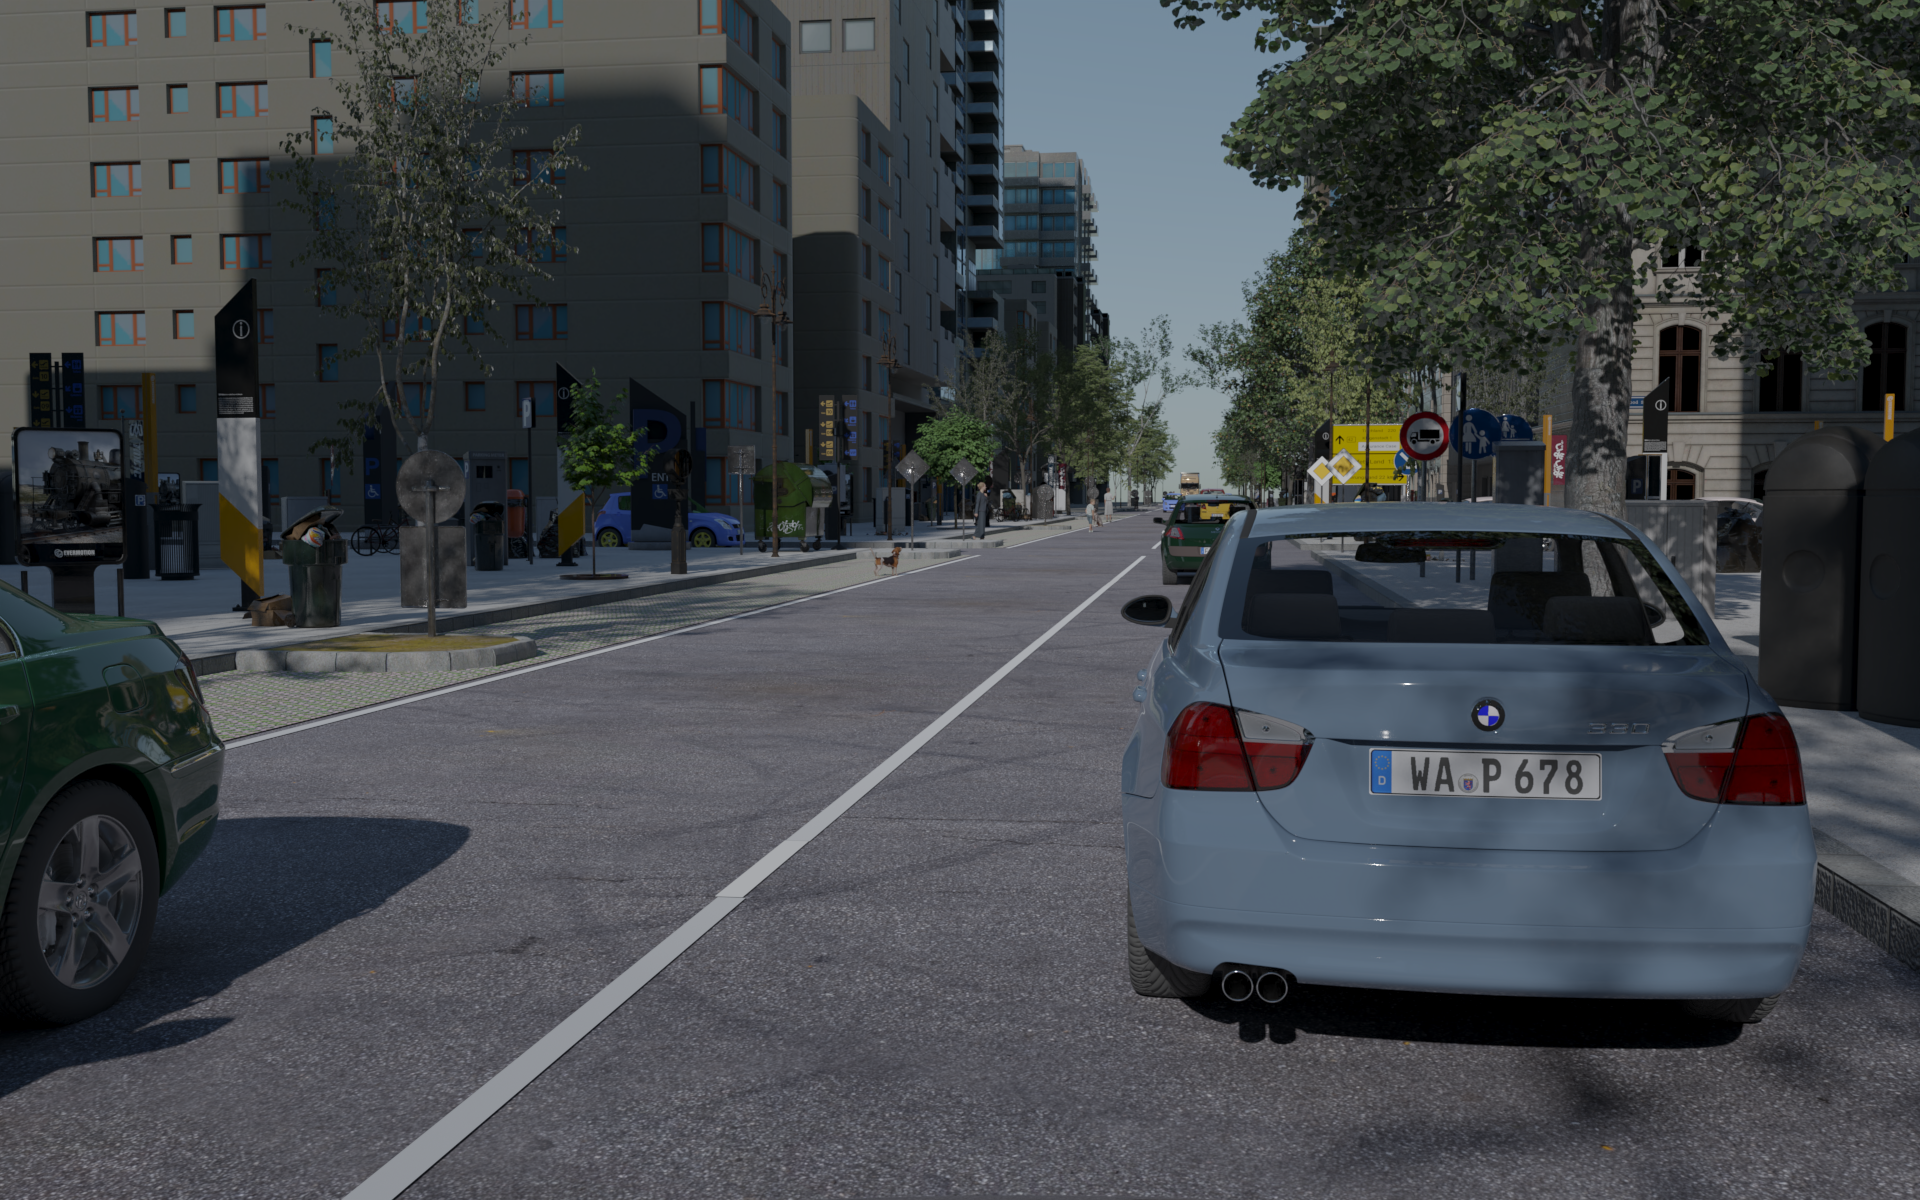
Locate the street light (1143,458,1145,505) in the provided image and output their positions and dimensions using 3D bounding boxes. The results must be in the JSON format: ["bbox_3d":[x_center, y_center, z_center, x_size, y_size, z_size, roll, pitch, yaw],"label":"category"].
[{"bbox_3d":[21.847,-14.257,205.890,0.468,5.910,1.993,1,4,8],"label":"street light"}]

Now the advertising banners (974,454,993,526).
[{"bbox_3d":[1.004,-4.559,70.727,0.090,3.025,2.074,2,4,24],"label":"advertising banners"}]

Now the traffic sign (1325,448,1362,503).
[{"bbox_3d":[8.357,-2.089,37.797,0.795,2.450,0.064,1,4,8],"label":"traffic sign"}]

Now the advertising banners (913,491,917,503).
[{"bbox_3d":[-2.459,-5.800,91.025,2.074,3.025,0.090,1,4,18],"label":"advertising banners"}]

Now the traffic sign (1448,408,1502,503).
[{"bbox_3d":[7.654,-1.571,25.791,0.768,2.556,0.104,1,4,13],"label":"traffic sign"}]

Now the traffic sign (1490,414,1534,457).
[{"bbox_3d":[8.727,-1.684,27.636,0.768,2.556,0.104,1,4,12],"label":"traffic sign"}]

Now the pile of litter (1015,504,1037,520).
[{"bbox_3d":[3.083,-4.455,86.804,1.719,0.858,1.176,-1,4,-13],"label":"pile of litter"}]

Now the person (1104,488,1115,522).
[{"bbox_3d":[7.591,-4.819,87.853,0.480,1.755,0.524,1,4,22],"label":"person"}]

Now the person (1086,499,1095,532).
[{"bbox_3d":[4.895,-3.167,64.963,0.352,1.250,0.332,0,4,-5],"label":"person"}]

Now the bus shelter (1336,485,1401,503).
[{"bbox_3d":[12.592,-3.646,53.531,2.014,3.302,5.546,1,4,8],"label":"bus shelter"}]

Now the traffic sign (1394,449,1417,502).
[{"bbox_3d":[12.052,-2.843,46.591,0.768,2.556,0.104,1,4,11],"label":"traffic sign"}]

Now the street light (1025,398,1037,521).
[{"bbox_3d":[3.427,-6.761,83.333,0.468,5.910,1.993,1,4,8],"label":"street light"}]

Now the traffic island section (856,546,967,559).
[{"bbox_3d":[-1.104,-1.040,39.290,2.009,0.180,2.903,1,4,8],"label":"traffic island section"}]

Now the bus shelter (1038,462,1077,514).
[{"bbox_3d":[6.362,-7.270,112.787,2.014,3.302,5.546,1,4,9],"label":"bus shelter"}]

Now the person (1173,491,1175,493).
[{"bbox_3d":[22.376,-10.513,181.096,1.217,1.735,0.721,0,4,-8],"label":"person"}]

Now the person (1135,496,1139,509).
[{"bbox_3d":[15.204,-8.390,148.915,0.421,1.427,0.697,0,4,1],"label":"person"}]

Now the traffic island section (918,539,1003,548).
[{"bbox_3d":[0.078,-1.523,47.187,2.009,0.180,2.903,1,4,8],"label":"traffic island section"}]

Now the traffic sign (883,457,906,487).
[{"bbox_3d":[-2.250,-3.672,60.045,0.884,2.594,0.081,1,4,15],"label":"traffic sign"}]

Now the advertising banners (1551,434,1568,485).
[{"bbox_3d":[18.209,-3.325,50.544,2.074,3.025,0.090,3,4,38],"label":"advertising banners"}]

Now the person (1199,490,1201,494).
[{"bbox_3d":[24.814,-10.407,178.738,1.350,1.814,0.705,-1,4,-12],"label":"person"}]

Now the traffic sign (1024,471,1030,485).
[{"bbox_3d":[3.594,-5.911,96.753,0.768,2.556,0.104,1,4,12],"label":"traffic sign"}]

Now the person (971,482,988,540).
[{"bbox_3d":[0.584,-2.566,50.878,0.534,1.772,0.576,0,4,-7],"label":"person"}]

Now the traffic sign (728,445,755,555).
[{"bbox_3d":[-4.597,-2.095,36.380,0.606,2.300,0.079,1,4,16],"label":"traffic sign"}]

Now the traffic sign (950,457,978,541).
[{"bbox_3d":[0.102,-2.659,47.122,0.795,2.450,0.064,1,4,8],"label":"traffic sign"}]

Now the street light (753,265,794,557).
[{"bbox_3d":[-3.760,-3.810,35.079,0.468,5.910,1.993,1,4,8],"label":"street light"}]

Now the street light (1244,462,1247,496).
[{"bbox_3d":[32.335,-13.609,195.287,0.468,5.910,1.993,1,4,8],"label":"street light"}]

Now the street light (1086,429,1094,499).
[{"bbox_3d":[9.458,-9.206,123.307,0.468,5.910,1.993,1,4,8],"label":"street light"}]

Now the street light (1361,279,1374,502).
[{"bbox_3d":[8.795,-3.947,37.328,0.468,5.910,1.993,1,4,8],"label":"street light"}]

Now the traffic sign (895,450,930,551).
[{"bbox_3d":[-1.079,-2.176,39.224,0.795,2.450,0.064,1,4,8],"label":"traffic sign"}]

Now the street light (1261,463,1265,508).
[{"bbox_3d":[21.918,-9.358,125.794,0.468,5.910,1.993,1,4,8],"label":"street light"}]

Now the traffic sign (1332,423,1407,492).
[{"bbox_3d":[11.852,-3.439,50.098,2.265,3.308,0.079,1,4,18],"label":"traffic sign"}]

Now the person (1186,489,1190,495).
[{"bbox_3d":[14.609,-6.266,111.291,0.374,1.781,0.599,0,4,-6],"label":"person"}]

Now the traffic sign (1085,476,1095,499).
[{"bbox_3d":[9.109,-7.425,121.504,0.768,2.556,0.104,1,4,13],"label":"traffic sign"}]

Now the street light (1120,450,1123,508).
[{"bbox_3d":[14.742,-11.369,158.668,0.468,5.910,1.993,1,4,8],"label":"street light"}]

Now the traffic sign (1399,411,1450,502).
[{"bbox_3d":[7.146,-1.625,26.681,0.768,2.556,0.104,1,4,11],"label":"traffic sign"}]

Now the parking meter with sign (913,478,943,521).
[{"bbox_3d":[-1.530,-5.387,84.335,1.738,3.016,0.543,2,4,34],"label":"parking meter with sign"}]

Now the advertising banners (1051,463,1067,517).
[{"bbox_3d":[5.066,-6.234,98.112,2.074,3.025,0.090,-1,4,-9],"label":"advertising banners"}]

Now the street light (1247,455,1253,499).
[{"bbox_3d":[27.078,-11.473,160.373,0.468,5.910,1.993,1,4,8],"label":"street light"}]

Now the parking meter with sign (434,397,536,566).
[{"bbox_3d":[-8.512,-2.125,31.008,1.738,3.016,0.543,-2,4,-30],"label":"parking meter with sign"}]

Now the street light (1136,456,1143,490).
[{"bbox_3d":[19.808,-13.485,193.261,0.468,5.910,1.993,1,4,8],"label":"street light"}]

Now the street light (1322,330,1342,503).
[{"bbox_3d":[10.489,-4.659,48.968,0.468,5.910,1.993,1,4,8],"label":"street light"}]

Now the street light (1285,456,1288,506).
[{"bbox_3d":[15.817,-6.790,83.803,0.468,5.910,1.993,1,4,8],"label":"street light"}]

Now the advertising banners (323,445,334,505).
[{"bbox_3d":[-20.574,-3.687,56.465,0.090,3.025,2.074,-2,4,-27],"label":"advertising banners"}]

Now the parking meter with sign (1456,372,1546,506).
[{"bbox_3d":[8.025,-1.748,24.842,1.738,3.016,0.543,1,4,10],"label":"parking meter with sign"}]

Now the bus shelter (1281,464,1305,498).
[{"bbox_3d":[21.521,-7.435,112.840,1.731,3.624,6.357,1,4,8],"label":"bus shelter"}]

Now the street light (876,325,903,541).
[{"bbox_3d":[-1.936,-4.580,47.669,0.468,5.910,1.993,1,4,8],"label":"street light"}]

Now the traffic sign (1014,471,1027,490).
[{"bbox_3d":[3.368,-5.890,96.408,0.768,2.556,0.104,1,4,15],"label":"traffic sign"}]

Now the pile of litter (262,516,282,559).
[{"bbox_3d":[-13.689,-1.249,34.379,1.719,0.858,1.176,-3,4,-37],"label":"pile of litter"}]

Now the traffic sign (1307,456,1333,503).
[{"bbox_3d":[9.539,-2.572,45.695,0.795,2.450,0.064,1,4,8],"label":"traffic sign"}]
